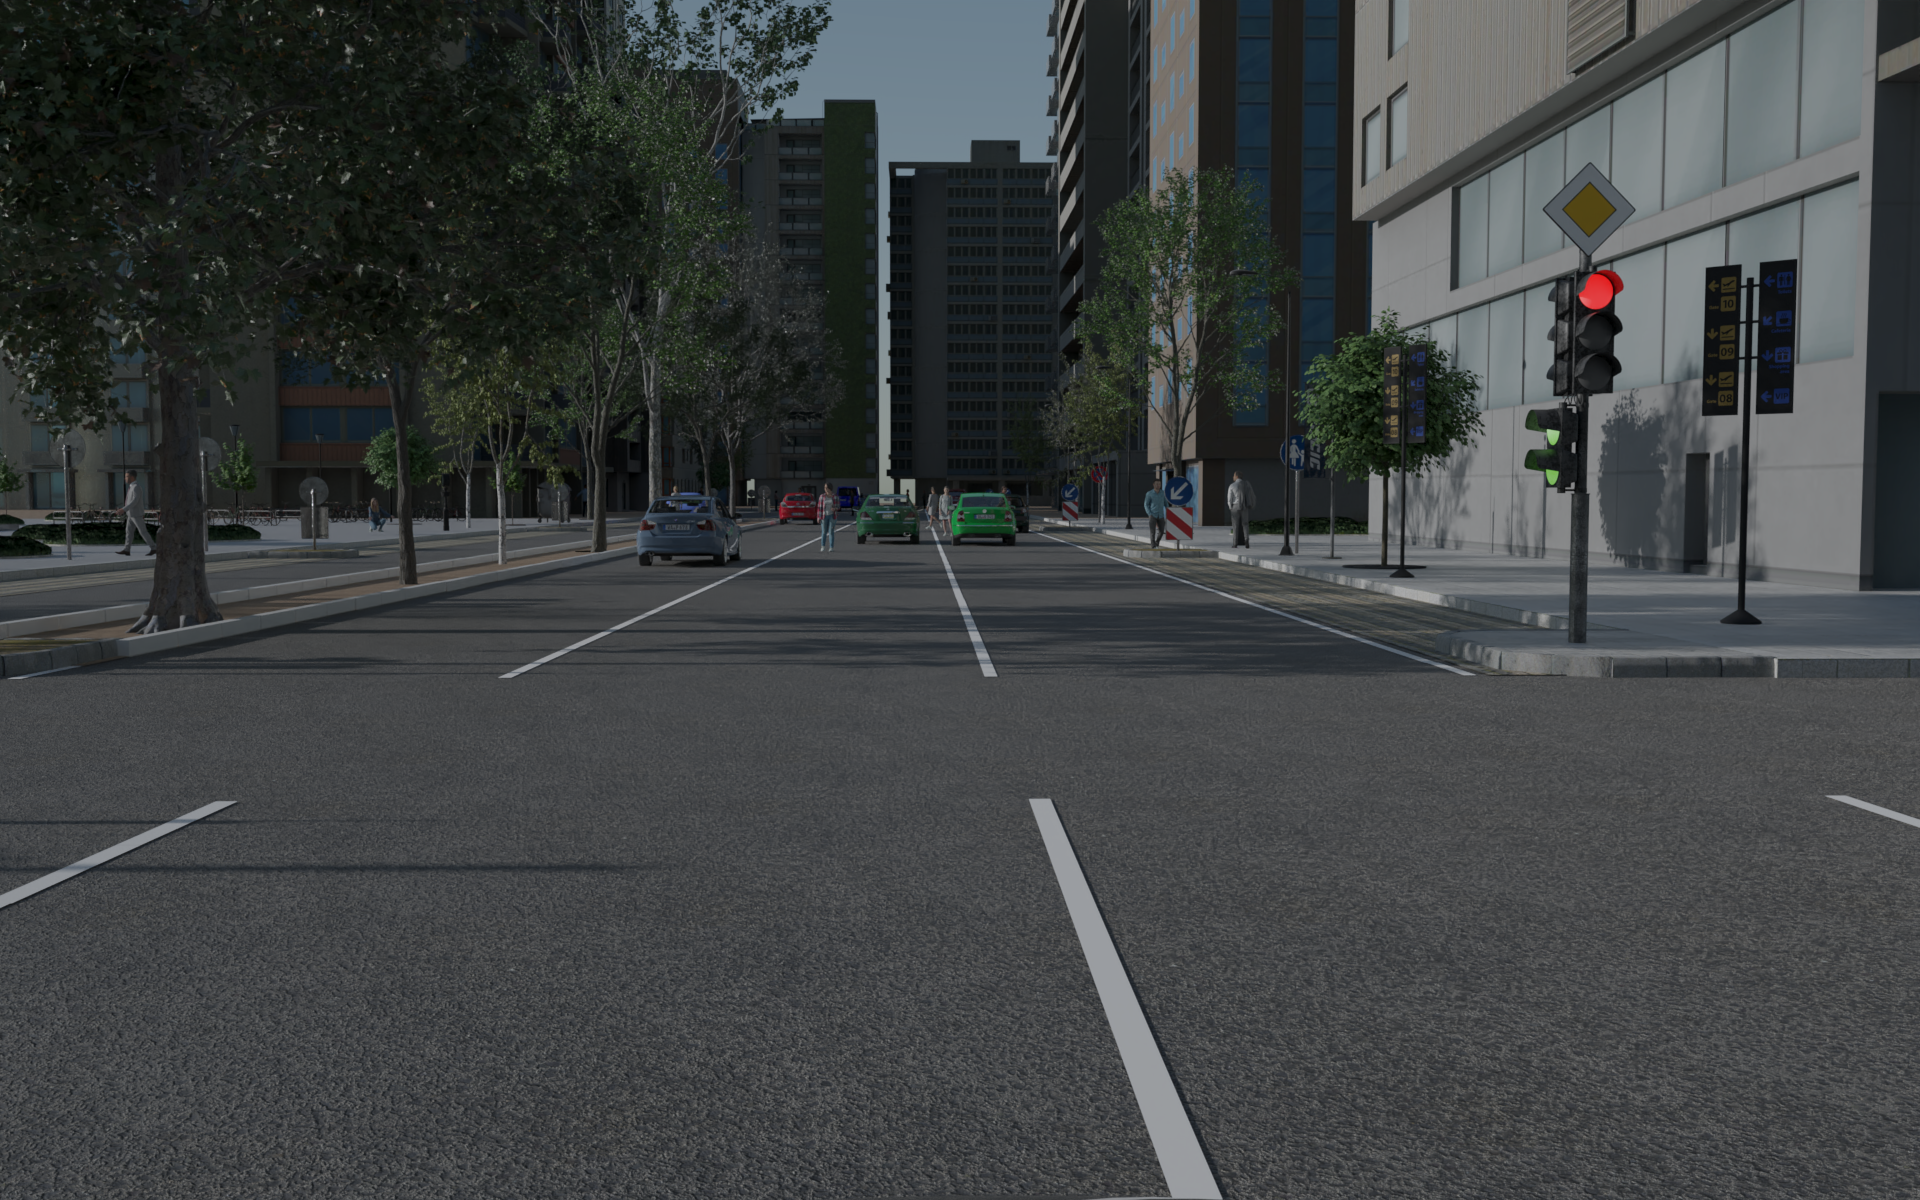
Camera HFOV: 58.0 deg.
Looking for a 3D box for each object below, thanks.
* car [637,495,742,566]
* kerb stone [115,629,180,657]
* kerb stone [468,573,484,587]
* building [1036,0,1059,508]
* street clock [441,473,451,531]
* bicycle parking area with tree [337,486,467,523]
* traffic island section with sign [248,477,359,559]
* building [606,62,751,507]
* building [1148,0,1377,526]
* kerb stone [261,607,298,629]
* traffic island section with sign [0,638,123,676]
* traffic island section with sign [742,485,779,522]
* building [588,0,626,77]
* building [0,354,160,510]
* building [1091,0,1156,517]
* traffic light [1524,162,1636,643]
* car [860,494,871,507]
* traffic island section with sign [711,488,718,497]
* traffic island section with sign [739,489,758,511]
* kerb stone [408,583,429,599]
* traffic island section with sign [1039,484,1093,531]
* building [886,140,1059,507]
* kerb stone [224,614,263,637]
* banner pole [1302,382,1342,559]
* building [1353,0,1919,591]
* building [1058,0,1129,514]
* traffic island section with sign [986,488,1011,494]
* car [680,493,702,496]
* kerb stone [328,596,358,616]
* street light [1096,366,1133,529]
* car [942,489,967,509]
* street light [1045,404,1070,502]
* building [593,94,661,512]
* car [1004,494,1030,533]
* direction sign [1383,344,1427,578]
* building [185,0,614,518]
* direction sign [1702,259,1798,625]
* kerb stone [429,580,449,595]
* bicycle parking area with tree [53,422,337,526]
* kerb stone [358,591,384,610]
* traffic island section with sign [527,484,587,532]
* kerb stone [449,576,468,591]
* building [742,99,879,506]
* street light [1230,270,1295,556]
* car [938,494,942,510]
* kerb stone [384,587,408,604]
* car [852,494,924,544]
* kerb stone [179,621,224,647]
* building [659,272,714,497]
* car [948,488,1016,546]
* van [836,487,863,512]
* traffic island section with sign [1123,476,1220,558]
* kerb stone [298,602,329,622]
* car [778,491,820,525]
[{"bbox_3d":[-5.563,-1.457,35.830,2.014,1.417,4.499,0,4,-1],"label":"car"},{"bbox_3d":[-7.369,0.397,15.706,0.120,0.150,1.000,0,4,-1],"label":"kerb stone"},{"bbox_3d":[-7.639,-0.289,26.982,0.120,0.150,1.000,0,4,-1],"label":"kerb stone"},{"bbox_3d":[18.943,-32.271,147.232,23.786,49.044,30.456,0,4,-1],"label":"building"},{"bbox_3d":[-17.906,-3.409,60.308,0.358,2.002,0.471,-2,4,-26],"label":"street clock"},{"bbox_3d":[-28.370,-5.735,80.763,9.016,4.147,8.231,-3,5,-42],"label":"bicycle parking area with tree"},{"bbox_3d":[-14.732,-1.864,39.103,1.989,1.847,2.006,0,4,-1],"label":"traffic island section with sign"},{"bbox_3d":[-29.779,-32.608,183.257,14.200,45.320,14.600,0,4,-1],"label":"building"},{"bbox_3d":[15.996,-25.938,74.201,14.600,45.320,14.200,0,4,-1],"label":"building"},{"bbox_3d":[-7.445,0.209,18.772,0.120,0.150,1.000,0,4,-1],"label":"kerb stone"},{"bbox_3d":[-8.376,-0.377,14.299,2.006,1.907,1.989,0,4,-1],"label":"traffic island section with sign"},{"bbox_3d":[-10.163,-4.971,89.416,2.006,1.907,1.989,0,4,-1],"label":"traffic island section with sign"},{"bbox_3d":[-47.453,-45.649,184.616,20.611,71.187,20.563,0,4,-1],"label":"building"},{"bbox_3d":[-67.010,-32.354,148.604,30.456,49.044,23.786,0,4,-1],"label":"building"},{"bbox_3d":[18.899,-40.431,99.306,20.563,71.187,20.611,0,4,-1],"label":"building"},{"bbox_3d":[5.314,-1.586,14.847,0.839,4.253,0.868,0,4,-1],"label":"traffic light"},{"bbox_3d":[-8.447,-8.850,156.694,2.014,1.417,4.499,0,4,-2],"label":"car"},{"bbox_3d":[-16.575,-6.582,116.237,1.989,1.847,2.006,0,4,-1],"label":"traffic island section with sign"},{"bbox_3d":[-17.207,-8.230,143.185,1.989,1.847,2.006,0,4,-1],"label":"traffic island section with sign"},{"bbox_3d":[-7.569,-0.104,23.905,0.120,0.150,1.000,0,4,-1],"label":"kerb stone"},{"bbox_3d":[4.116,-3.601,67.504,1.989,1.847,2.006,0,4,-1],"label":"traffic island section with sign"},{"bbox_3d":[3.863,-30.631,192.697,23.993,40.220,32.217,0,4,-1],"label":"building"},{"bbox_3d":[-7.419,0.273,17.750,0.120,0.150,1.000,0,4,-1],"label":"kerb stone"},{"bbox_3d":[7.158,-2.703,34.207,0.863,3.779,0.401,-1,4,-13],"label":"banner pole"},{"bbox_3d":[23.831,-27.114,32.555,27.495,52.752,28.713,0,4,-1],"label":"building"},{"bbox_3d":[18.375,-30.419,121.056,21.300,48.544,21.600,0,4,-1],"label":"building"},{"bbox_3d":[2.946,-6.609,116.688,1.989,1.847,2.006,0,4,-1],"label":"traffic island section with sign"},{"bbox_3d":[-13.124,-4.525,83.569,1.945,1.707,3.694,0,4,-2],"label":"car"},{"bbox_3d":[-7.497,0.086,20.822,0.120,0.150,1.000,0,4,-1],"label":"kerb stone"},{"bbox_3d":[5.613,-5.526,62.884,1.470,5.913,1.316,0,4,-1],"label":"street light"},{"bbox_3d":[-0.280,-7.579,132.591,2.281,1.827,5.304,0,4,-1],"label":"car"},{"bbox_3d":[5.096,-7.172,89.796,1.470,5.913,1.316,0,4,-1],"label":"street light"},{"bbox_3d":[-29.808,-21.633,125.397,14.160,30.474,14.107,0,4,-1],"label":"building"},{"bbox_3d":[1.639,-3.367,64.831,2.009,1.686,4.222,0,4,-2],"label":"car"},{"bbox_3d":[6.803,-2.113,26.549,0.379,3.537,0.876,-2,4,-30],"label":"direction sign"},{"bbox_3d":[-33.296,-27.440,103.268,22.147,44.769,28.867,0,4,-1],"label":"building"},{"bbox_3d":[7.748,-1.534,17.075,0.379,3.537,0.876,-3,5,-43],"label":"direction sign"},{"bbox_3d":[-7.595,-0.167,24.927,0.120,0.150,1.000,0,4,-1],"label":"kerb stone"},{"bbox_3d":[-31.255,-5.040,69.401,9.016,4.147,8.231,3,5,41],"label":"bicycle parking area with tree"},{"bbox_3d":[-7.515,0.021,21.848,0.120,0.150,1.000,0,4,-1],"label":"kerb stone"},{"bbox_3d":[-15.390,-3.531,66.364,1.989,1.847,2.006,0,4,-1],"label":"traffic island section with sign"},{"bbox_3d":[-7.608,-0.226,25.950,0.120,0.150,1.000,0,4,-1],"label":"kerb stone"},{"bbox_3d":[-15.573,-30.541,182.946,14.086,41.232,14.154,0,4,-1],"label":"building"},{"bbox_3d":[6.282,-3.882,36.006,1.470,5.913,1.316,0,4,-1],"label":"street light"},{"bbox_3d":[-1.291,-8.868,155.216,2.015,1.641,3.980,0,4,0],"label":"car"},{"bbox_3d":[-7.543,-0.042,22.883,0.120,0.150,1.000,0,4,-1],"label":"kerb stone"},{"bbox_3d":[-2.118,-2.402,51.069,2.131,1.459,4.920,0,4,-2],"label":"car"},{"bbox_3d":[-7.395,0.334,16.728,0.120,0.150,1.000,0,4,-1],"label":"kerb stone"},{"bbox_3d":[-37.313,-18.587,148.945,28.899,21.520,27.650,0,4,-1],"label":"building"},{"bbox_3d":[0.636,-2.482,49.380,1.959,1.807,4.718,0,4,-1],"label":"car"},{"bbox_3d":[-9.110,-8.411,141.897,2.240,2.365,5.245,0,4,-2],"label":"van"},{"bbox_3d":[4.778,-1.891,39.554,1.989,1.847,2.006,0,4,-1],"label":"traffic island section with sign"},{"bbox_3d":[-7.471,0.146,19.800,0.120,0.150,1.000,0,4,-1],"label":"kerb stone"},{"bbox_3d":[-7.560,-4.453,81.848,2.155,1.783,4.494,0,4,-3],"label":"car"}]
